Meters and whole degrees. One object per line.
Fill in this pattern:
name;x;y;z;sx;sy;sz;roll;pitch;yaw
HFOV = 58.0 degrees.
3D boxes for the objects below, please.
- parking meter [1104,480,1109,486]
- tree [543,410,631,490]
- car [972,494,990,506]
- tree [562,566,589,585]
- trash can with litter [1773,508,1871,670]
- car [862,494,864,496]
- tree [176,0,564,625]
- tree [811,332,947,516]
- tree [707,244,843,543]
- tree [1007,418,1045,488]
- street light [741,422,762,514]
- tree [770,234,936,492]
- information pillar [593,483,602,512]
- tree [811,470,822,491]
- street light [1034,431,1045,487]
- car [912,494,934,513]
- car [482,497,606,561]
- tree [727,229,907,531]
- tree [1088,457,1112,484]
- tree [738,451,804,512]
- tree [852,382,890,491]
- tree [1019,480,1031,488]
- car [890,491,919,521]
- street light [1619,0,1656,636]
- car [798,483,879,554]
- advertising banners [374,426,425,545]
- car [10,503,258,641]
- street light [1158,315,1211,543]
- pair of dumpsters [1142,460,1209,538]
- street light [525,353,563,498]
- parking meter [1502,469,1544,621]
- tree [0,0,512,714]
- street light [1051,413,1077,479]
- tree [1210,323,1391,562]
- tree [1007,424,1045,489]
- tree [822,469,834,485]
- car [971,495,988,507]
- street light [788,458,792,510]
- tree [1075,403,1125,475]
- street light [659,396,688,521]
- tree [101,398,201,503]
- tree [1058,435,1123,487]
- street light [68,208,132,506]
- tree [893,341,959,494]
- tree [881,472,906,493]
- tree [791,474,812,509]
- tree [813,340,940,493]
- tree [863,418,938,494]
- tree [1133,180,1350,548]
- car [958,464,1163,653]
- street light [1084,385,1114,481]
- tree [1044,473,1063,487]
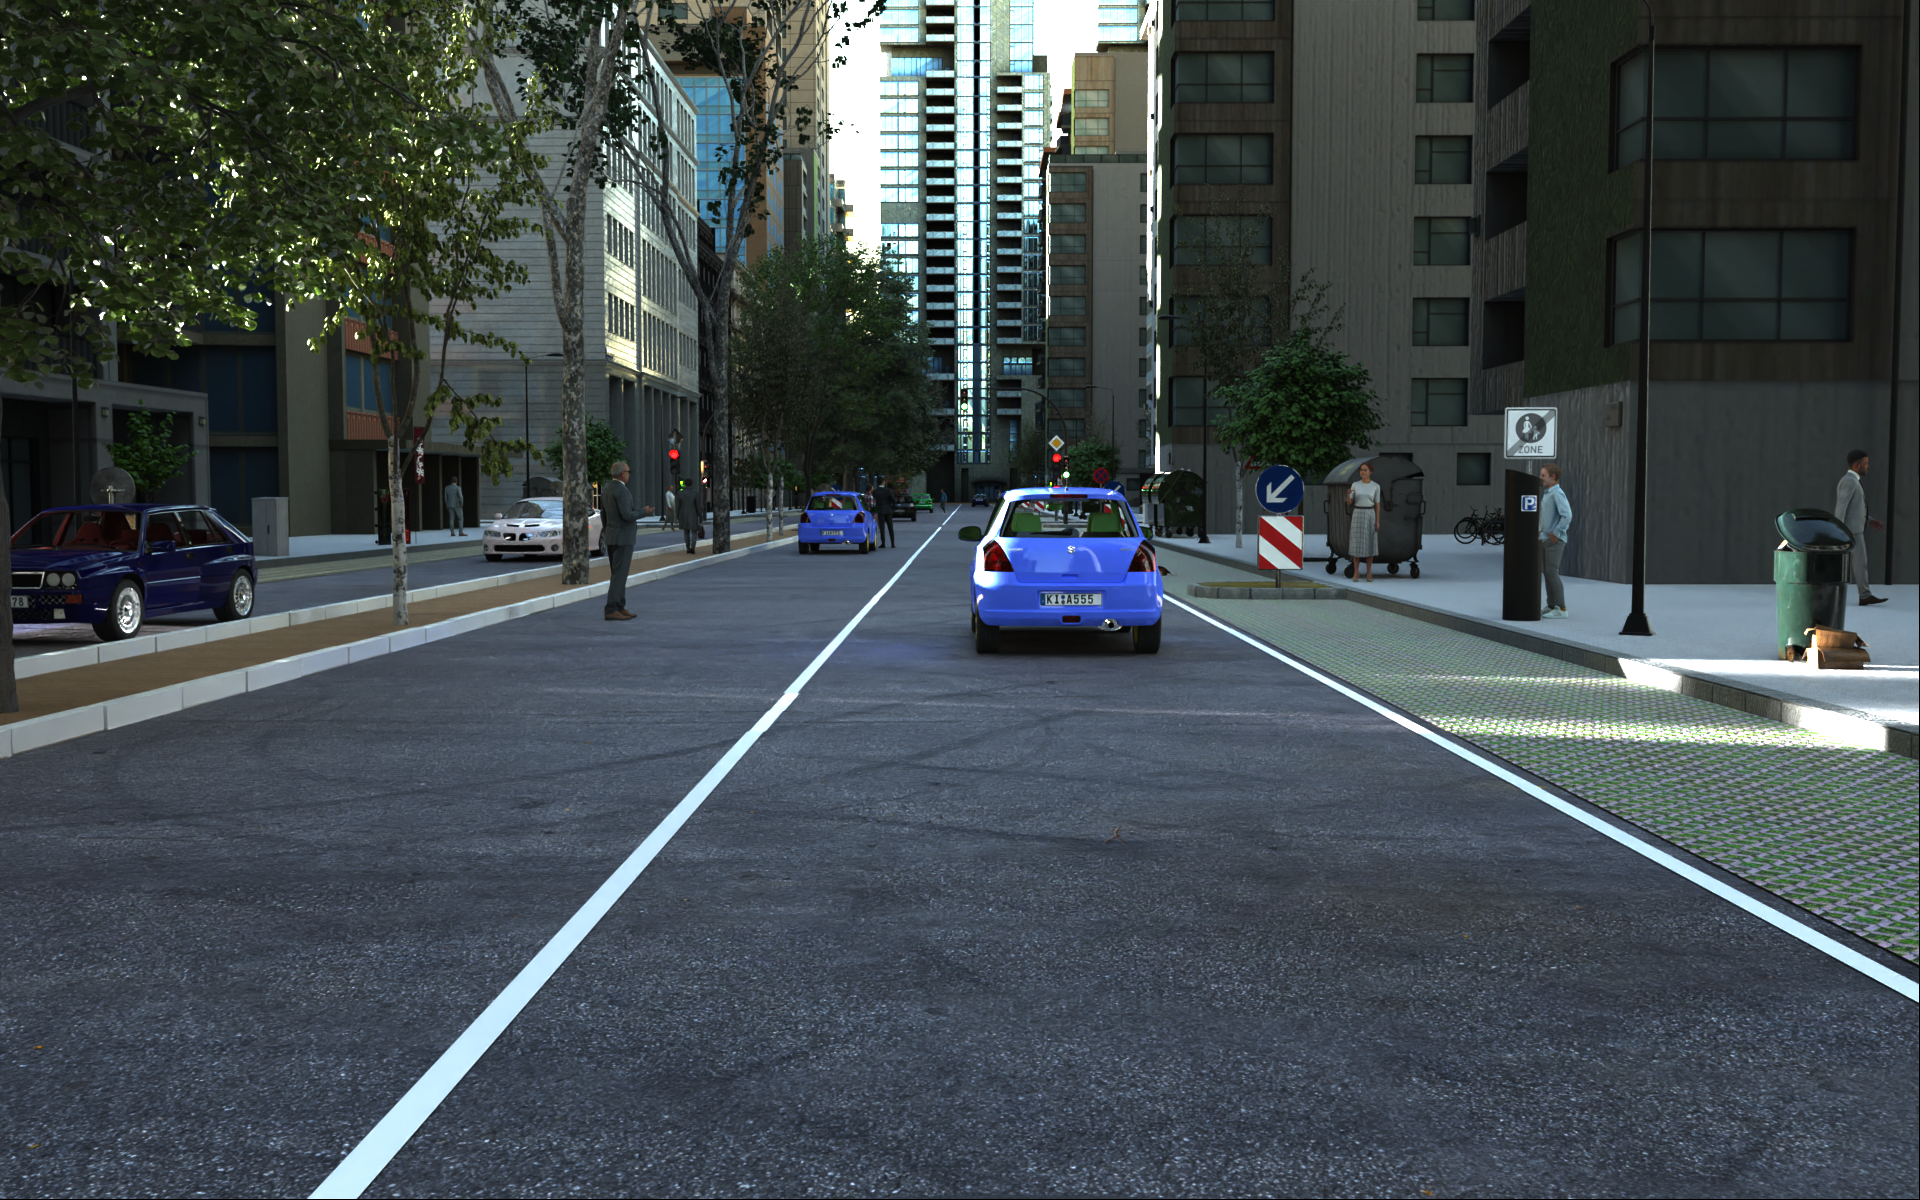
parking meter;6.298;-4.126;73.178;0.399;1.863;0.255;0;4;7
tree;-14.701;-5.169;68.230;4.285;4.588;4.351;0;3;0
car;2.452;-11.587;201.242;2.131;1.459;4.920;0;4;1
tree;-7.293;-10.357;27.682;12.611;20.169;13.585;0;3;0
trash can with litter;6.559;-0.101;13.041;0.624;1.170;1.055;0;4;5
car;-8.631;-8.623;150.765;2.009;1.686;4.222;0;4;1
tree;-6.054;-4.009;18.367;4.737;8.622;4.395;0;3;0
tree;-5.665;-11.703;110.809;9.611;12.733;9.660;0;3;0
tree;-5.602;-5.986;50.689;4.360;8.622;3.978;0;3;0
tree;6.985;-13.111;164.723;4.360;8.622;3.978;0;3;0
street light;-13.443;-8.511;111.694;1.470;5.913;1.316;0;4;0
tree;-5.616;-10.786;85.455;9.857;13.997;8.962;0;3;0
information pillar;-17.204;-4.752;82.188;0.304;2.012;0.304;2;4;34
tree;-14.160;-9.395;137.328;4.285;4.588;4.351;0;3;0
street light;6.252;-9.506;127.960;1.470;5.913;1.316;0;4;0
car;-2.936;-7.510;131.585;1.959;1.807;4.718;0;4;-1
car;-9.184;-1.606;38.615;2.083;1.381;4.827;0;4;2
tree;-5.852;-8.490;67.031;9.928;11.665;9.643;0;3;0
tree;7.479;-5.821;89.773;1.663;3.219;1.824;0;3;0
tree;-14.189;-8.602;124.350;4.285;4.588;4.351;0;3;0
tree;-5.468;-9.228;103.702;4.360;8.622;3.978;0;3;0
tree;7.903;-13.159;209.748;1.663;3.219;1.824;0;3;0
car;-3.184;-5.033;92.081;2.009;1.686;4.222;0;4;-1
street light;5.653;-2.638;15.667;1.470;5.913;1.316;0;4;0
car;-2.987;-2.027;42.728;1.945;1.707;3.694;0;4;1
advertising banners;-14.266;-2.942;44.292;0.090;3.025;2.074;1;4;20
car;-8.909;-0.337;18.094;1.945;1.354;3.894;0;4;2
street light;5.843;-4.436;45.065;1.470;5.913;1.316;0;4;0
pair of dumpsters;6.480;-3.043;52.245;1.574;2.255;4.437;0;4;0
street light;-13.722;-5.172;57.096;1.470;5.913;1.316;0;4;0
parking meter;5.728;-0.563;17.620;0.372;1.533;0.369;0;3;0
tree;-6.491;-5.552;11.353;7.486;12.596;7.792;0;3;0
street light;6.104;-7.732;98.956;1.470;5.913;1.316;0;4;0
tree;6.651;-3.036;33.351;4.285;4.588;4.351;0;3;0
tree;7.172;-13.882;177.339;4.737;8.622;4.395;0;3;0
tree;-13.890;-11.472;171.282;4.285;4.588;4.351;0;3;0
car;2.134;-10.924;191.193;1.945;1.354;3.894;0;4;0
street light;-13.274;-10.285;140.699;1.470;5.913;1.316;0;4;0
tree;11.254;-11.549;139.187;4.360;8.622;3.978;0;3;0
street light;-13.583;-6.699;82.063;1.470;5.913;1.316;0;4;0
tree;-16.520;-2.469;34.973;1.663;3.219;1.824;0;3;0
tree;7.266;-7.226;101.856;4.285;4.588;4.351;0;3;0
street light;-13.824;-3.398;28.091;1.470;5.913;1.316;0;4;0
tree;-5.139;-13.664;136.238;12.009;13.543;11.850;0;3;0
tree;-5.565;-10.710;127.932;4.737;8.622;4.395;0;3;0
tree;-14.082;-10.044;158.815;1.663;3.219;1.824;0;3;0
tree;-5.648;-9.746;96.214;8.767;10.594;7.601;0;4;0
tree;-5.600;-13.793;146.099;7.486;12.596;7.792;0;3;0
tree;6.722;-5.533;40.822;4.360;8.622;3.978;0;3;0
car;0.955;-0.446;16.879;1.945;1.707;3.694;0;4;-1
street light;6.002;-6.210;74.070;1.470;5.913;1.316;0;4;0
tree;7.540;-8.940;140.765;1.663;3.219;1.824;0;3;0
